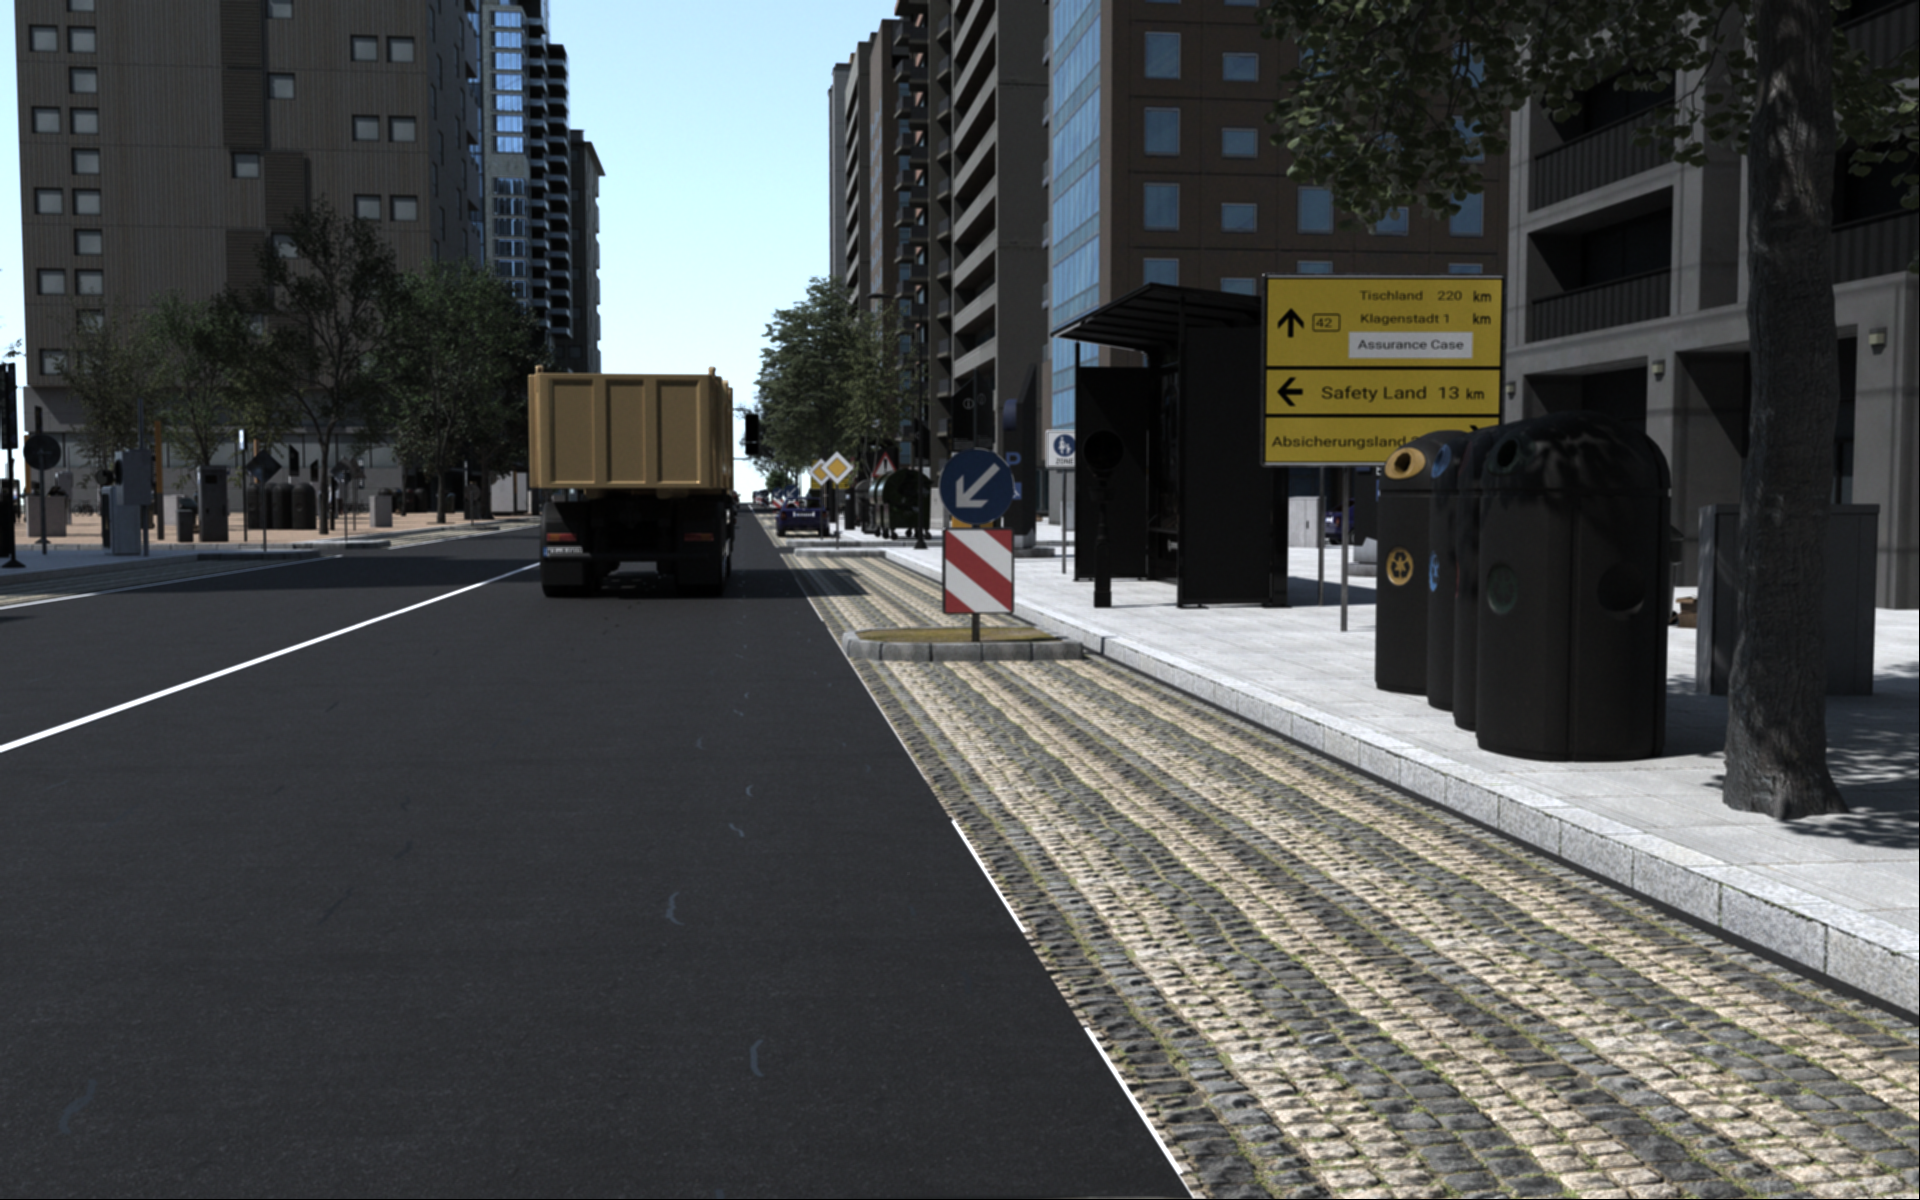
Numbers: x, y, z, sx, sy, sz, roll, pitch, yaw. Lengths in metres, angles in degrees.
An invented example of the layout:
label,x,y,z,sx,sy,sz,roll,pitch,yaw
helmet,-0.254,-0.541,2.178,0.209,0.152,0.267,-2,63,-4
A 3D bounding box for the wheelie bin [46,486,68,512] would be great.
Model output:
label,x,y,z,sx,sy,sz,roll,pitch,yaw
wheelie bin,-36.380,-3.786,69.804,0.693,1.594,0.980,0,4,-2

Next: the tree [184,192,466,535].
label,x,y,z,sx,sy,sz,roll,pitch,yaw
tree,-20.199,-7.338,54.383,8.767,10.594,7.601,0,4,-7

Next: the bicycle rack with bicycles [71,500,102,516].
label,x,y,z,sx,sy,sz,roll,pitch,yaw
bicycle rack with bicycles,-51.079,-5.335,100.608,2.852,0.926,2.925,-3,5,-44

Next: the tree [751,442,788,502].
label,x,y,z,sx,sy,sz,roll,pitch,yaw
tree,-29.488,-21.257,273.302,9.928,11.665,9.643,0,3,0

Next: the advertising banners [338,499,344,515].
label,x,y,z,sx,sy,sz,roll,pitch,yaw
advertising banners,-37.364,-6.625,104.505,0.090,3.025,2.074,0,4,-4

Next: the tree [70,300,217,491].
label,x,y,z,sx,sy,sz,roll,pitch,yaw
tree,-32.195,-7.114,66.676,4.737,8.622,4.395,0,3,0

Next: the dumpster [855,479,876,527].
label,x,y,z,sx,sy,sz,roll,pitch,yaw
dumpster,-3.518,-3.818,68.184,1.264,1.857,1.865,0,4,-7

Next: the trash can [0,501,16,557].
label,x,y,z,sx,sy,sz,roll,pitch,yaw
trash can,-19.578,-1.438,35.166,0.748,1.137,0.748,0,3,0

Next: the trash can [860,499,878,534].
label,x,y,z,sx,sy,sz,roll,pitch,yaw
trash can,-2.873,-2.702,55.825,0.748,1.137,0.748,0,3,0

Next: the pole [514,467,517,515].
label,x,y,z,sx,sy,sz,roll,pitch,yaw
pole,-27.257,-6.872,106.202,0.158,3.312,0.155,0,3,0

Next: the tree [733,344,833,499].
label,x,y,z,sx,sy,sz,roll,pitch,yaw
tree,-13.377,-14.072,140.441,12.009,13.543,11.850,0,3,0

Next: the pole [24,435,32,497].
label,x,y,z,sx,sy,sz,roll,pitch,yaw
pole,-32.108,-4.027,59.682,0.158,3.312,0.155,0,3,0

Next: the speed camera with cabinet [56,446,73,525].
label,x,y,z,sx,sy,sz,roll,pitch,yaw
speed camera with cabinet,-37.574,-4.780,72.495,0.660,3.252,2.038,-2,4,-32

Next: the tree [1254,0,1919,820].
label,x,y,z,sx,sy,sz,roll,pitch,yaw
tree,2.955,-5.428,6.868,7.486,12.596,7.792,0,3,0

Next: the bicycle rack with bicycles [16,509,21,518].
label,x,y,z,sx,sy,sz,roll,pitch,yaw
bicycle rack with bicycles,-51.202,-4.835,92.441,2.852,0.926,2.925,-1,4,-16

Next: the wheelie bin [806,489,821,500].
label,x,y,z,sx,sy,sz,roll,pitch,yaw
wheelie bin,-8.502,-5.657,100.407,0.980,1.594,0.693,-2,4,-34

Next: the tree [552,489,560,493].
label,x,y,z,sx,sy,sz,roll,pitch,yaw
tree,-27.383,-7.450,116.410,1.663,3.219,1.824,0,3,0

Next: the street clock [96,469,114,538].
label,x,y,z,sx,sy,sz,roll,pitch,yaw
street clock,-25.071,-2.828,50.814,0.471,2.002,0.358,1,4,20

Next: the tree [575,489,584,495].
label,x,y,z,sx,sy,sz,roll,pitch,yaw
tree,-30.992,-9.078,143.021,1.663,3.219,1.824,0,3,0

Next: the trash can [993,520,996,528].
label,x,y,z,sx,sy,sz,roll,pitch,yaw
trash can,0.541,-1.768,40.554,0.748,1.137,0.748,0,3,0

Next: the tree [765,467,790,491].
label,x,y,z,sx,sy,sz,roll,pitch,yaw
tree,-21.783,-13.683,207.435,4.285,4.588,4.351,0,3,0

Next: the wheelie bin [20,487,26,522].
label,x,y,z,sx,sy,sz,roll,pitch,yaw
wheelie bin,-42.164,-4.328,78.665,0.980,1.594,0.693,-1,4,-20

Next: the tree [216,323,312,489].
label,x,y,z,sx,sy,sz,roll,pitch,yaw
tree,-30.398,-7.636,75.205,4.737,8.622,4.395,0,3,0

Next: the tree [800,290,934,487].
label,x,y,z,sx,sy,sz,roll,pitch,yaw
tree,-3.136,-6.923,63.546,4.737,8.622,4.395,0,3,0

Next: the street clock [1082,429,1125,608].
label,x,y,z,sx,sy,sz,roll,pitch,yaw
street clock,1.615,-0.917,19.556,0.471,2.002,0.358,0,4,1

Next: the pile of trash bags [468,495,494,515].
label,x,y,z,sx,sy,sz,roll,pitch,yaw
pile of trash bags,-29.961,-6.061,108.850,1.912,1.369,3.447,-1,4,-13

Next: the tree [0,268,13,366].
label,x,y,z,sx,sy,sz,roll,pitch,yaw
tree,-30.623,-6.241,52.409,4.360,8.622,3.978,0,3,0

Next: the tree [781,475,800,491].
label,x,y,z,sx,sy,sz,roll,pitch,yaw
tree,-19.522,-12.331,196.213,1.663,3.219,1.824,0,3,0

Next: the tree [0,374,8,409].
label,x,y,z,sx,sy,sz,roll,pitch,yaw
tree,-16.660,-2.649,27.025,4.285,4.588,4.351,0,3,0

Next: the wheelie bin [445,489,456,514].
label,x,y,z,sx,sy,sz,roll,pitch,yaw
wheelie bin,-33.579,-6.474,113.762,0.980,1.594,0.693,1,4,11

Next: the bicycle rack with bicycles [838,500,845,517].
label,x,y,z,sx,sy,sz,roll,pitch,yaw
bicycle rack with bicycles,-8.564,-5.842,108.897,2.852,0.926,2.925,-1,4,-18

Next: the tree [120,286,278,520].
label,x,y,z,sx,sy,sz,roll,pitch,yaw
tree,-38.183,-9.890,87.450,9.928,11.665,9.643,0,3,0

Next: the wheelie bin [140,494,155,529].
label,x,y,z,sx,sy,sz,roll,pitch,yaw
wheelie bin,-29.978,-3.399,63.483,0.693,1.594,0.980,0,4,-2

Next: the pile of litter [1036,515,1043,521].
label,x,y,z,sx,sy,sz,roll,pitch,yaw
pile of litter,3.348,-4.093,80.893,1.719,0.858,1.176,-1,4,-20

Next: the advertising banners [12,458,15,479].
label,x,y,z,sx,sy,sz,roll,pitch,yaw
advertising banners,-46.374,-5.381,84.167,0.090,3.025,2.074,0,4,-4

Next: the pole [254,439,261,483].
label,x,y,z,sx,sy,sz,roll,pitch,yaw
pole,-26.212,-4.331,64.651,0.158,3.312,0.155,0,3,0

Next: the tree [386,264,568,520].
label,x,y,z,sx,sy,sz,roll,pitch,yaw
tree,-23.767,-10.384,86.787,9.611,12.733,9.660,0,3,0

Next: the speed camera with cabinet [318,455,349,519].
label,x,y,z,sx,sy,sz,roll,pitch,yaw
speed camera with cabinet,-32.112,-5.773,88.732,2.038,3.252,0.660,3,5,41

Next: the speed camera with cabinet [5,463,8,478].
label,x,y,z,sx,sy,sz,roll,pitch,yaw
speed camera with cabinet,-60.709,-7.042,109.480,0.660,3.252,2.038,1,4,22

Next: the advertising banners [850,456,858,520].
label,x,y,z,sx,sy,sz,roll,pitch,yaw
advertising banners,-4.651,-5.129,80.053,0.090,3.025,2.074,-2,4,-26

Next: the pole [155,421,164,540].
label,x,y,z,sx,sy,sz,roll,pitch,yaw
pole,-22.356,-3.335,48.364,0.158,3.312,0.155,0,3,0

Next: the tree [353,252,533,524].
label,x,y,z,sx,sy,sz,roll,pitch,yaw
tree,-22.380,-9.103,74.596,9.928,11.665,9.643,0,3,0

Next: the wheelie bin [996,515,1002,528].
label,x,y,z,sx,sy,sz,roll,pitch,yaw
wheelie bin,0.999,-2.929,55.796,0.980,1.594,0.693,0,4,-3

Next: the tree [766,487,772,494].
label,x,y,z,sx,sy,sz,roll,pitch,yaw
tree,-27.135,-15.566,249.108,1.663,3.219,1.824,0,3,0

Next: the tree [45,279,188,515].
label,x,y,z,sx,sy,sz,roll,pitch,yaw
tree,-29.459,-6.717,60.191,4.360,8.622,3.978,0,3,0

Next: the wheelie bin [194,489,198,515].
label,x,y,z,sx,sy,sz,roll,pitch,yaw
wheelie bin,-45.862,-5.920,104.699,0.693,1.594,0.980,2,4,28

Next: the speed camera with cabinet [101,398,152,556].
label,x,y,z,sx,sy,sz,roll,pitch,yaw
speed camera with cabinet,-17.419,-2.557,36.145,0.660,3.252,2.038,-3,4,-37

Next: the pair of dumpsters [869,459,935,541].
label,x,y,z,sx,sy,sz,roll,pitch,yaw
pair of dumpsters,-1.668,-2.892,49.779,1.574,2.255,4.437,0,4,-7
